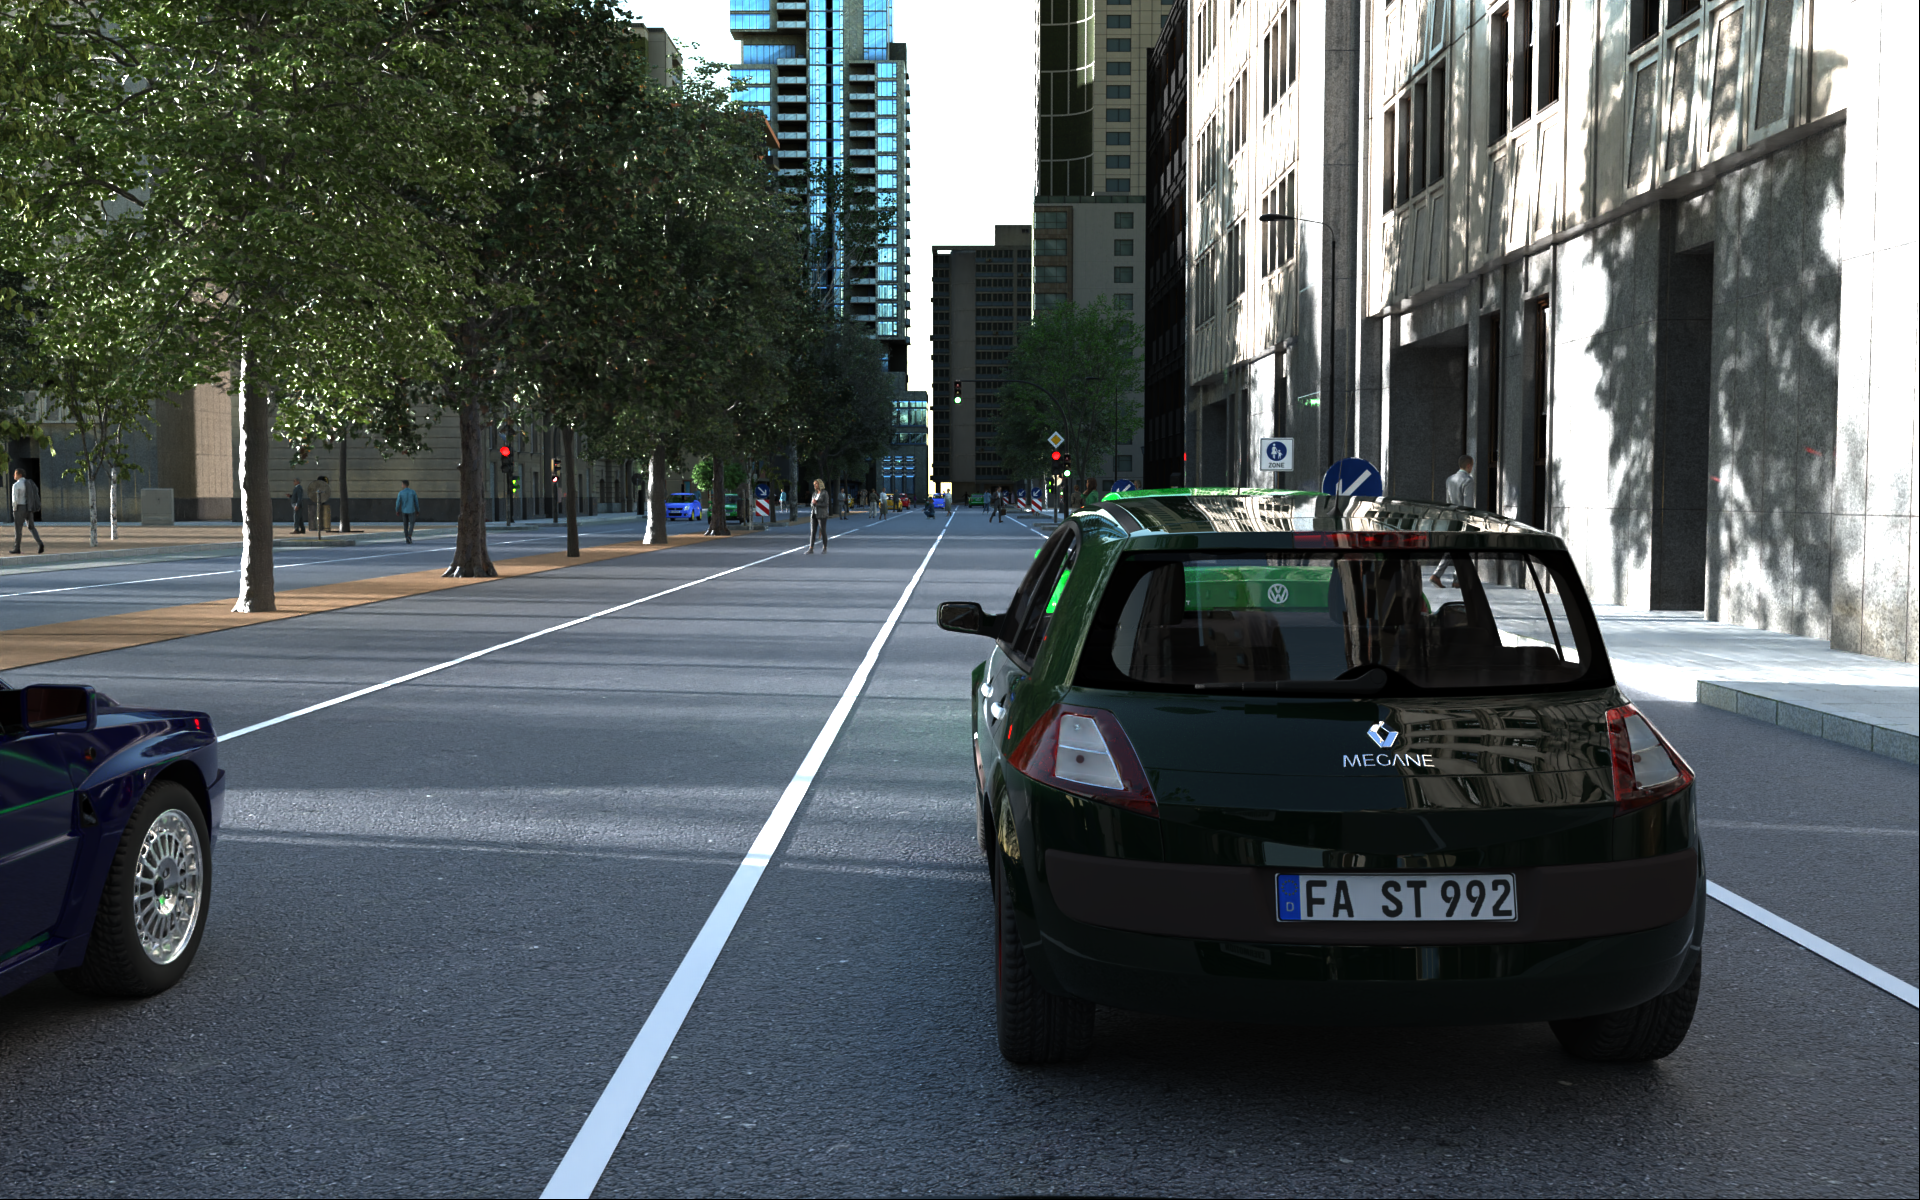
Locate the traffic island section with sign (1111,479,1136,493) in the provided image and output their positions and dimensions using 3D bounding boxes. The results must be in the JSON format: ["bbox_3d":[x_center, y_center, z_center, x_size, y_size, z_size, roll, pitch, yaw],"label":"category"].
[{"bbox_3d":[4.204,-2.311,46.416,1.989,1.847,2.006,0,4,0],"label":"traffic island section with sign"}]

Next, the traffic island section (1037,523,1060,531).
[{"bbox_3d":[4.263,-2.870,69.207,2.009,0.180,2.903,0,4,0],"label":"traffic island section"}]

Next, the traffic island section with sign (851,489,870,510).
[{"bbox_3d":[-8.485,-8.801,152.028,2.006,1.907,1.989,0,4,0],"label":"traffic island section with sign"}]

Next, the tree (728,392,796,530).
[{"bbox_3d":[-8.189,-7.034,67.832,4.737,8.622,4.395,0,3,0],"label":"tree"}]

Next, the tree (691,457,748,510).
[{"bbox_3d":[-20.260,-9.560,140.016,4.285,4.588,4.351,0,3,0],"label":"tree"}]

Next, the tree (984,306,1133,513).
[{"bbox_3d":[6.915,-12.787,115.721,9.857,13.997,8.962,0,3,0],"label":"tree"}]

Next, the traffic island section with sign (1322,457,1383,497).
[{"bbox_3d":[4.130,-0.663,19.461,1.989,1.847,2.006,0,4,0],"label":"traffic island section with sign"}]

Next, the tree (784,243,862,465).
[{"bbox_3d":[-8.315,-8.558,59.394,9.611,12.733,9.660,0,3,0],"label":"tree"}]

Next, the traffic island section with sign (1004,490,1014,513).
[{"bbox_3d":[4.440,-7.347,128.746,1.989,1.847,2.006,0,4,0],"label":"traffic island section with sign"}]

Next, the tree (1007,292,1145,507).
[{"bbox_3d":[6.326,-10.055,90.149,9.928,11.665,9.643,0,3,0],"label":"tree"}]

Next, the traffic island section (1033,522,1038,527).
[{"bbox_3d":[4.286,-3.358,77.192,2.009,0.180,2.903,0,4,0],"label":"traffic island section"}]

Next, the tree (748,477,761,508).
[{"bbox_3d":[-19.952,-10.461,165.637,1.663,3.219,1.824,0,3,0],"label":"tree"}]

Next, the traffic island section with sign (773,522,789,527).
[{"bbox_3d":[-8.690,-4.205,76.890,2.006,1.907,1.989,0,4,0],"label":"traffic island section with sign"}]

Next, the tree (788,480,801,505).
[{"bbox_3d":[-20.261,-13.315,212.304,1.663,3.219,1.824,0,3,0],"label":"tree"}]

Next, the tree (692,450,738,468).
[{"bbox_3d":[-20.277,-11.906,145.024,4.360,8.622,3.978,0,3,0],"label":"tree"}]

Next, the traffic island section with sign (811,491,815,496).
[{"bbox_3d":[-17.352,-12.114,206.685,1.989,1.847,2.006,0,4,0],"label":"traffic island section with sign"}]

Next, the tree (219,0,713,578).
[{"bbox_3d":[-8.440,-6.744,29.730,9.611,12.733,9.660,0,3,0],"label":"tree"}]

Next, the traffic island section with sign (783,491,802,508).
[{"bbox_3d":[-17.445,-10.454,179.542,1.989,1.847,2.006,0,4,0],"label":"traffic island section with sign"}]

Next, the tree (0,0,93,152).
[{"bbox_3d":[-8.779,-3.714,13.538,4.737,8.622,4.395,0,3,0],"label":"tree"}]

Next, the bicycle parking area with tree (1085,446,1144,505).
[{"bbox_3d":[11.689,-7.010,101.609,9.016,4.147,8.231,0,4,-5],"label":"bicycle parking area with tree"}]

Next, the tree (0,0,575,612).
[{"bbox_3d":[-8.650,-6.148,21.102,7.486,12.596,7.792,0,3,0],"label":"tree"}]

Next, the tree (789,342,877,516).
[{"bbox_3d":[-8.541,-8.723,79.487,8.767,10.594,7.601,0,4,0],"label":"tree"}]

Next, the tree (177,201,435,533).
[{"bbox_3d":[-20.683,-9.011,57.705,12.009,13.543,11.850,0,3,0],"label":"tree"}]

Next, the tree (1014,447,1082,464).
[{"bbox_3d":[7.714,-13.662,157.781,7.601,10.594,8.767,-1,4,-16],"label":"tree"}]

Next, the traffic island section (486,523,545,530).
[{"bbox_3d":[-18.078,-2.874,69.275,2.009,0.180,2.903,0,4,0],"label":"traffic island section"}]

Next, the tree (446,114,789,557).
[{"bbox_3d":[-8.745,-6.266,39.316,8.767,10.594,7.601,0,4,0],"label":"tree"}]

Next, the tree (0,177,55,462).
[{"bbox_3d":[-35.925,-9.321,59.057,9.857,13.997,8.962,0,3,0],"label":"tree"}]

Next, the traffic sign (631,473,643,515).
[{"bbox_3d":[-19.659,-6.449,105.540,0.768,2.556,0.104,1,4,9],"label":"traffic sign"}]

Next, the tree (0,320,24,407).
[{"bbox_3d":[-28.411,-5.954,47.712,4.360,8.622,3.978,0,3,0],"label":"tree"}]

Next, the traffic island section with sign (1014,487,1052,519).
[{"bbox_3d":[4.356,-5.698,101.791,1.989,1.847,2.006,0,4,0],"label":"traffic island section with sign"}]

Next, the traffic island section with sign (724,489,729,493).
[{"bbox_3d":[-17.581,-7.393,129.509,1.989,1.847,2.006,0,4,0],"label":"traffic island section with sign"}]

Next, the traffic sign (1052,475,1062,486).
[{"bbox_3d":[6.059,-6.667,109.118,0.768,2.556,0.104,0,4,4],"label":"traffic sign"}]

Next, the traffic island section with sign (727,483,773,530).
[{"bbox_3d":[-8.721,-3.752,69.483,2.006,1.907,1.989,0,4,0],"label":"traffic island section with sign"}]

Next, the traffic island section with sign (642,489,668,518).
[{"bbox_3d":[-17.660,-5.745,102.554,1.989,1.847,2.006,0,4,0],"label":"traffic island section with sign"}]

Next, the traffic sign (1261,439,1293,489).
[{"bbox_3d":[5.751,-1.798,31.528,0.606,2.300,0.079,0,4,6],"label":"traffic sign"}]

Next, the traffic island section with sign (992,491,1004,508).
[{"bbox_3d":[4.585,-10.439,179.308,1.989,1.847,2.006,0,4,0],"label":"traffic island section with sign"}]

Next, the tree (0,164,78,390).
[{"bbox_3d":[-20.981,-6.067,33.613,8.767,10.594,7.601,3,5,39],"label":"tree"}]

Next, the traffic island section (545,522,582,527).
[{"bbox_3d":[-18.055,-3.363,77.260,2.009,0.180,2.903,0,4,0],"label":"traffic island section"}]

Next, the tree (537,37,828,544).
[{"bbox_3d":[-8.771,-8.589,49.541,9.857,13.997,8.962,0,3,0],"label":"tree"}]

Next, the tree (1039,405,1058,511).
[{"bbox_3d":[6.885,-11.219,133.791,4.360,8.622,3.978,0,3,0],"label":"tree"}]

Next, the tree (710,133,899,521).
[{"bbox_3d":[-9.897,-14.210,90.675,12.611,20.169,13.585,0,3,0],"label":"tree"}]
